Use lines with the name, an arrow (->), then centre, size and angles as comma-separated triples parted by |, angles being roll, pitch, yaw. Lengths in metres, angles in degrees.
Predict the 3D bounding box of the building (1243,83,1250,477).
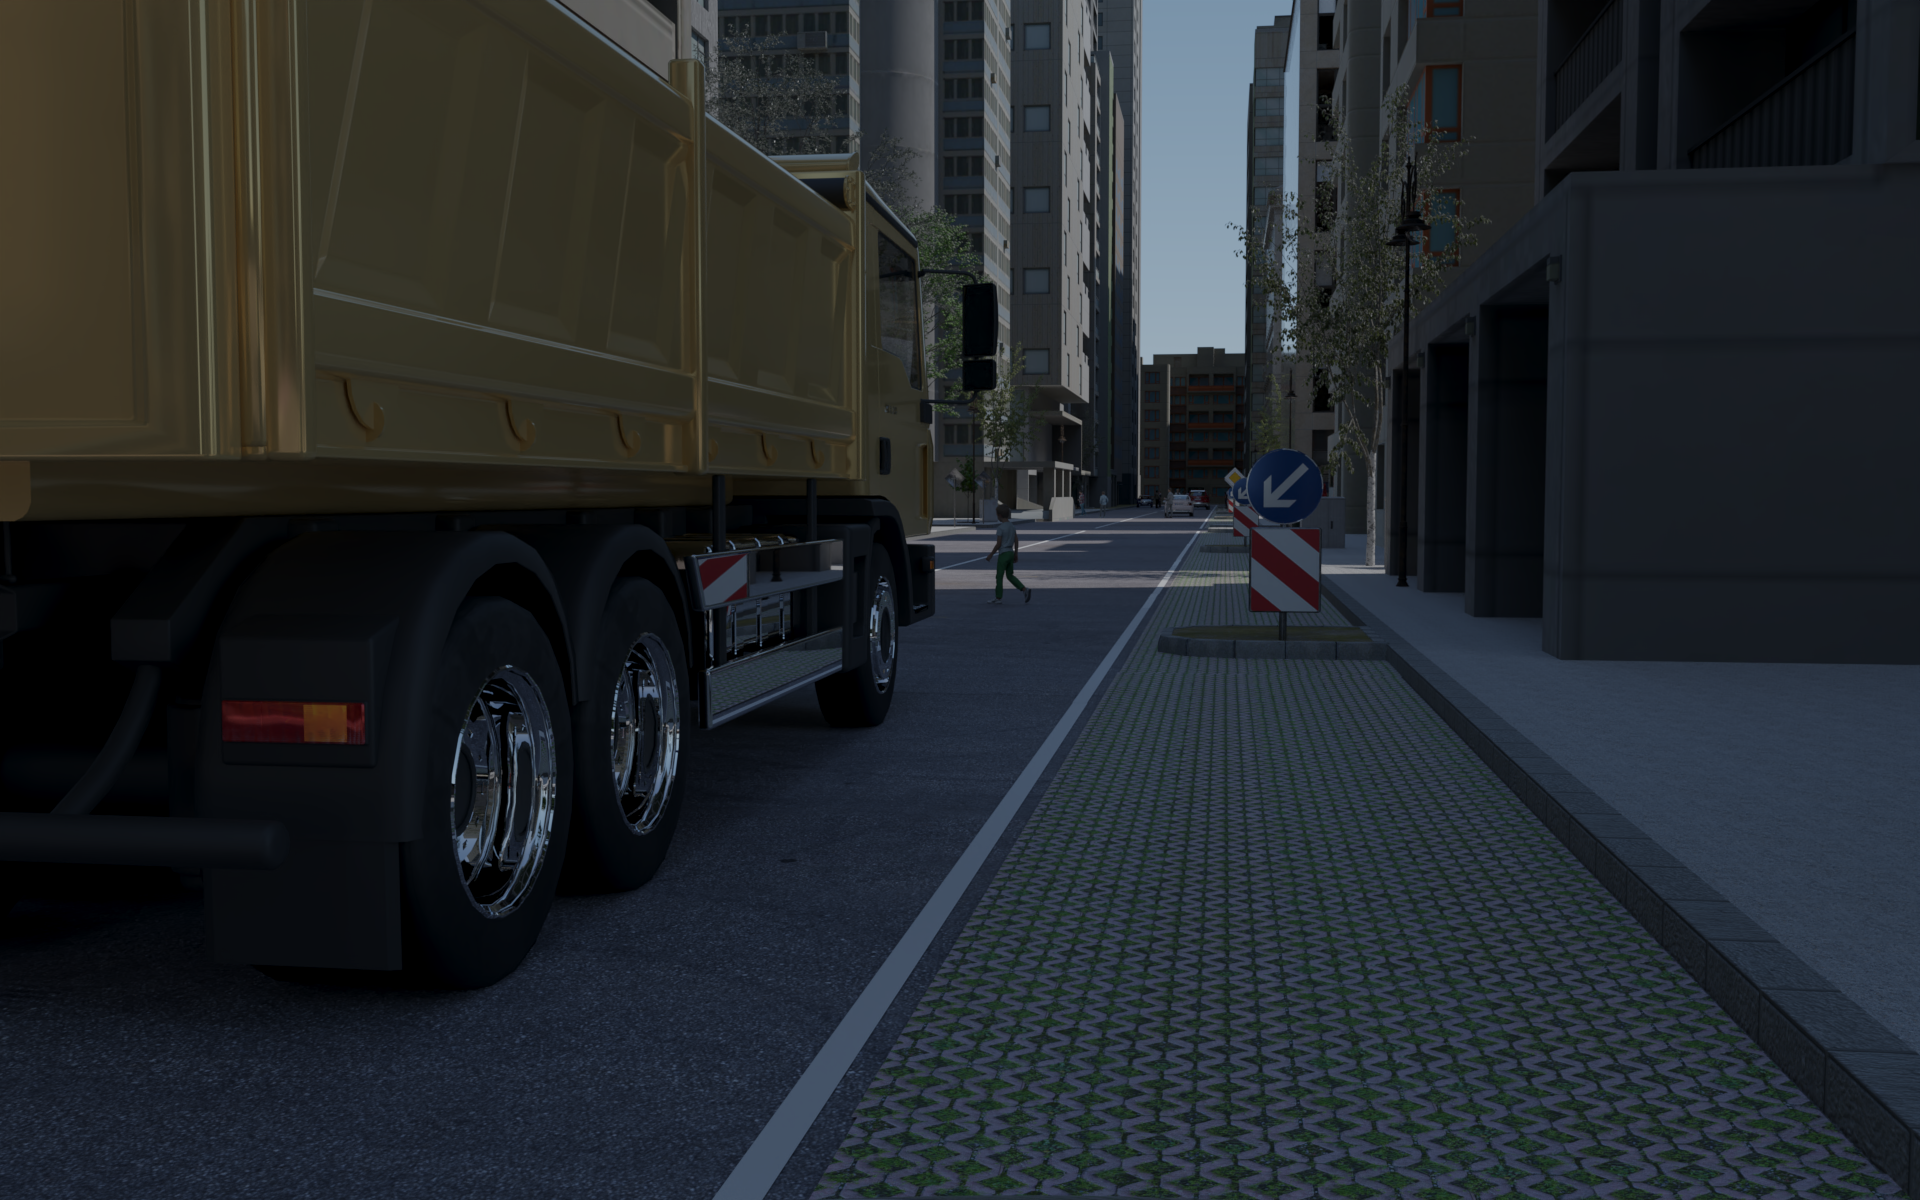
building -> 42.966, -34.918, 194.610 | 21.300, 48.544, 21.600 | 1, 4, 9

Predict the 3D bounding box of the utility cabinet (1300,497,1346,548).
utility cabinet -> 8.592, -1.827, 41.034 | 1.020, 1.237, 0.306 | 0, 4, 1

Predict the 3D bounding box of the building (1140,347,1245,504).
building -> 35.291, -24.351, 243.185 | 28.899, 21.520, 27.650 | 1, 4, 9

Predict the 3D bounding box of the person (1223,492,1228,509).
person -> 25.626, -9.617, 167.212 | 0.415, 1.643, 0.593 | 0, 4, -6

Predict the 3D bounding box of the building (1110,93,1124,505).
building -> 10.628, -33.079, 190.953 | 14.600, 45.320, 14.200 | 1, 4, 9

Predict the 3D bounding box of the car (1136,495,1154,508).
car -> 19.575, -10.449, 183.425 | 1.945, 1.354, 3.894 | 0, 4, 7

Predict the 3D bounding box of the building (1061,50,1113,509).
building -> 6.252, -28.901, 156.128 | 14.154, 41.232, 14.086 | 1, 4, 9

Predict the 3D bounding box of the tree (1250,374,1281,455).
tree -> 19.015, -9.252, 101.632 | 4.737, 8.622, 4.395 | 0, 3, 0

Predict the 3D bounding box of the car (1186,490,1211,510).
car -> 21.697, -9.105, 157.537 | 2.281, 1.827, 5.304 | 1, 4, 10

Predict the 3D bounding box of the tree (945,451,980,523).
tree -> 0.398, -5.059, 77.318 | 1.663, 3.219, 1.824 | 0, 3, 0

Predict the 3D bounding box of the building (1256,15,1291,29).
building -> 39.867, -33.540, 172.080 | 21.300, 48.544, 21.600 | 1, 4, 9

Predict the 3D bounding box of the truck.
truck -> -2.001, -0.785, 8.760 | 3.469, 3.379, 9.791 | 1, 4, 9

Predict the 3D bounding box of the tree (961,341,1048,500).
tree -> 1.953, -8.046, 81.919 | 4.737, 8.622, 4.395 | 0, 3, 0

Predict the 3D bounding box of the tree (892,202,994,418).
tree -> -2.407, -8.126, 58.619 | 9.928, 11.665, 9.643 | 0, 3, 0

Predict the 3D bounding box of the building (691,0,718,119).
building -> -16.282, -23.026, 60.073 | 14.086, 41.232, 14.154 | 1, 4, 9

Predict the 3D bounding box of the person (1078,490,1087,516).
person -> 7.897, -6.259, 111.672 | 0.643, 1.720, 0.563 | 0, 4, -7

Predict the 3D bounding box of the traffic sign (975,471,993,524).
traffic sign -> 1.008, -4.320, 74.269 | 0.795, 2.450, 0.064 | 1, 4, 9

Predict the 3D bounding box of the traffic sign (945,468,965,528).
traffic sign -> -0.198, -3.837, 66.375 | 0.795, 2.450, 0.064 | 1, 4, 9

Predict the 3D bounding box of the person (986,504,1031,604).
person -> 0.636, -0.602, 22.590 | 0.590, 1.304, 0.306 | 1, 4, 19

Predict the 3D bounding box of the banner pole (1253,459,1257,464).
banner pole -> 20.876, -8.114, 122.686 | 0.401, 3.779, 0.863 | 2, 4, 24

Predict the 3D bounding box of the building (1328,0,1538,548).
building -> 25.095, -12.368, 47.255 | 27.650, 21.520, 28.899 | 1, 4, 9

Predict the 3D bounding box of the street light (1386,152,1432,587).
street light -> 6.140, -3.123, 23.855 | 0.468, 5.910, 1.993 | 1, 4, 9

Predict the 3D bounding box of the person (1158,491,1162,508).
person -> 20.878, -10.570, 182.124 | 0.742, 1.727, 0.445 | 2, 4, 32

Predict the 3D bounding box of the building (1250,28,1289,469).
building -> 33.247, -28.850, 155.296 | 14.154, 41.232, 14.086 | 1, 4, 9

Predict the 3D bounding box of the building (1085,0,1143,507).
building -> 11.708, -47.477, 214.493 | 20.611, 71.187, 20.563 | 1, 4, 9

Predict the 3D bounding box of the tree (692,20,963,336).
tree -> -5.015, -8.235, 45.017 | 12.009, 13.543, 11.850 | 0, 3, 0

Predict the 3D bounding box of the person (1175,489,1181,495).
person -> 17.328, -7.940, 138.192 | 0.514, 1.842, 0.818 | -3, 5, -41

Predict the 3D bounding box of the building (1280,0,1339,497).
building -> 32.217, -16.759, 78.533 | 34.151, 26.468, 19.350 | 1, 4, 9

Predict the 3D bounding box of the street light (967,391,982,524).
street light -> 0.597, -6.223, 74.526 | 0.468, 5.910, 1.993 | 1, 4, 9

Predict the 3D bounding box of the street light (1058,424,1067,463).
street light -> 6.704, -8.614, 113.633 | 0.468, 5.910, 1.993 | 1, 4, 9

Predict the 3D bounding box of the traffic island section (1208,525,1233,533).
traffic island section -> 10.297, -2.603, 64.835 | 2.009, 0.180, 2.903 | 1, 4, 9

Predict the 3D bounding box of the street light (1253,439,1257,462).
street light -> 24.917, -10.608, 146.234 | 0.468, 5.910, 1.993 | 1, 4, 9

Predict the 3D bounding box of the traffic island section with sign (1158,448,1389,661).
traffic island section with sign -> 2.836, -0.443, 15.864 | 1.989, 1.847, 2.006 | 1, 4, 9

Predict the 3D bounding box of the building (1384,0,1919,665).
building -> 15.407, -35.223, 14.142 | 20.563, 71.187, 20.611 | 1, 4, 9

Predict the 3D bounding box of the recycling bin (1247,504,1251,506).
recycling bin -> 23.146, -7.641, 137.483 | 0.722, 1.027, 0.722 | 2, 4, 25

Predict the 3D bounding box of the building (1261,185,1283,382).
building -> 29.608, -20.537, 133.039 | 12.463, 27.353, 25.104 | 1, 4, 9

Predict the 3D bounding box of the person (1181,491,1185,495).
person -> 24.790, -11.222, 191.988 | 0.705, 1.823, 1.348 | 3, 5, 44

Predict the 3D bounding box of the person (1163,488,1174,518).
person -> 12.417, -5.774, 103.110 | 0.583, 1.804, 0.606 | 2, 4, 32

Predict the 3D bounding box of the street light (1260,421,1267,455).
street light -> 18.787, -8.217, 107.131 | 0.468, 5.910, 1.993 | 1, 4, 9

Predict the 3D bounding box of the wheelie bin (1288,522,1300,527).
wheelie bin -> 11.431, -3.086, 58.364 | 0.980, 1.594, 0.693 | 0, 4, -7

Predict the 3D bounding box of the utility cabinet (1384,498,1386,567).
utility cabinet -> 7.802, -1.149, 29.947 | 0.306, 1.237, 1.020 | -2, 4, -30

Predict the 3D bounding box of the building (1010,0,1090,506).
building -> -4.432, -33.114, 130.657 | 28.713, 52.752, 27.495 | 1, 4, 9

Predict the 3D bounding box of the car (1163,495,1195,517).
car -> 14.124, -6.071, 111.629 | 2.083, 1.381, 4.827 | 0, 4, 7

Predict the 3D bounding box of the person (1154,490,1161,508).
person -> 19.692, -10.053, 172.879 | 0.705, 1.823, 1.348 | -1, 4, -23

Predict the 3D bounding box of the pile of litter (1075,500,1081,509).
pile of litter -> 9.910, -8.172, 147.577 | 1.176, 0.858, 1.719 | 2, 4, 29

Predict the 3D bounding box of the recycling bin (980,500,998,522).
recycling bin -> 1.305, -4.063, 78.983 | 0.722, 1.027, 0.722 | -1, 4, -10

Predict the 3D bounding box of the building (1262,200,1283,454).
building -> 24.671, -16.082, 112.088 | 9.793, 20.994, 18.267 | 1, 4, 9

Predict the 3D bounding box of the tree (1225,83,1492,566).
tree -> 7.106, -4.917, 30.760 | 4.360, 8.622, 3.978 | 0, 3, 0

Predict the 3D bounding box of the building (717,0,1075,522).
building -> -10.089, -24.829, 97.831 | 32.217, 40.220, 23.993 | 1, 4, 9

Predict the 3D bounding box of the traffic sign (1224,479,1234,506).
traffic sign -> 11.478, -4.221, 72.655 | 0.795, 2.450, 0.064 | 1, 4, 9

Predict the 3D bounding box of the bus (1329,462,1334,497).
bus -> 21.167, -4.428, 67.262 | 13.247, 3.499, 2.948 | 0, 4, 7

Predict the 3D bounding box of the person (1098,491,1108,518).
person -> 8.629, -5.745, 104.236 | 0.589, 1.601, 0.330 | -1, 4, -14

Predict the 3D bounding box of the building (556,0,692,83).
building -> -17.329, -24.485, 24.024 | 21.300, 48.544, 21.600 | 1, 4, 9

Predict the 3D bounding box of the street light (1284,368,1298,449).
street light -> 12.128, -5.557, 63.644 | 0.468, 5.910, 1.993 | 1, 4, 9

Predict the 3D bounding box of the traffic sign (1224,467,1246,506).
traffic sign -> 10.272, -3.738, 64.762 | 0.795, 2.450, 0.064 | 1, 4, 9

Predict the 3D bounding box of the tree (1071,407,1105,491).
tree -> 10.083, -11.970, 146.077 | 4.360, 8.622, 3.978 | 0, 3, 0
